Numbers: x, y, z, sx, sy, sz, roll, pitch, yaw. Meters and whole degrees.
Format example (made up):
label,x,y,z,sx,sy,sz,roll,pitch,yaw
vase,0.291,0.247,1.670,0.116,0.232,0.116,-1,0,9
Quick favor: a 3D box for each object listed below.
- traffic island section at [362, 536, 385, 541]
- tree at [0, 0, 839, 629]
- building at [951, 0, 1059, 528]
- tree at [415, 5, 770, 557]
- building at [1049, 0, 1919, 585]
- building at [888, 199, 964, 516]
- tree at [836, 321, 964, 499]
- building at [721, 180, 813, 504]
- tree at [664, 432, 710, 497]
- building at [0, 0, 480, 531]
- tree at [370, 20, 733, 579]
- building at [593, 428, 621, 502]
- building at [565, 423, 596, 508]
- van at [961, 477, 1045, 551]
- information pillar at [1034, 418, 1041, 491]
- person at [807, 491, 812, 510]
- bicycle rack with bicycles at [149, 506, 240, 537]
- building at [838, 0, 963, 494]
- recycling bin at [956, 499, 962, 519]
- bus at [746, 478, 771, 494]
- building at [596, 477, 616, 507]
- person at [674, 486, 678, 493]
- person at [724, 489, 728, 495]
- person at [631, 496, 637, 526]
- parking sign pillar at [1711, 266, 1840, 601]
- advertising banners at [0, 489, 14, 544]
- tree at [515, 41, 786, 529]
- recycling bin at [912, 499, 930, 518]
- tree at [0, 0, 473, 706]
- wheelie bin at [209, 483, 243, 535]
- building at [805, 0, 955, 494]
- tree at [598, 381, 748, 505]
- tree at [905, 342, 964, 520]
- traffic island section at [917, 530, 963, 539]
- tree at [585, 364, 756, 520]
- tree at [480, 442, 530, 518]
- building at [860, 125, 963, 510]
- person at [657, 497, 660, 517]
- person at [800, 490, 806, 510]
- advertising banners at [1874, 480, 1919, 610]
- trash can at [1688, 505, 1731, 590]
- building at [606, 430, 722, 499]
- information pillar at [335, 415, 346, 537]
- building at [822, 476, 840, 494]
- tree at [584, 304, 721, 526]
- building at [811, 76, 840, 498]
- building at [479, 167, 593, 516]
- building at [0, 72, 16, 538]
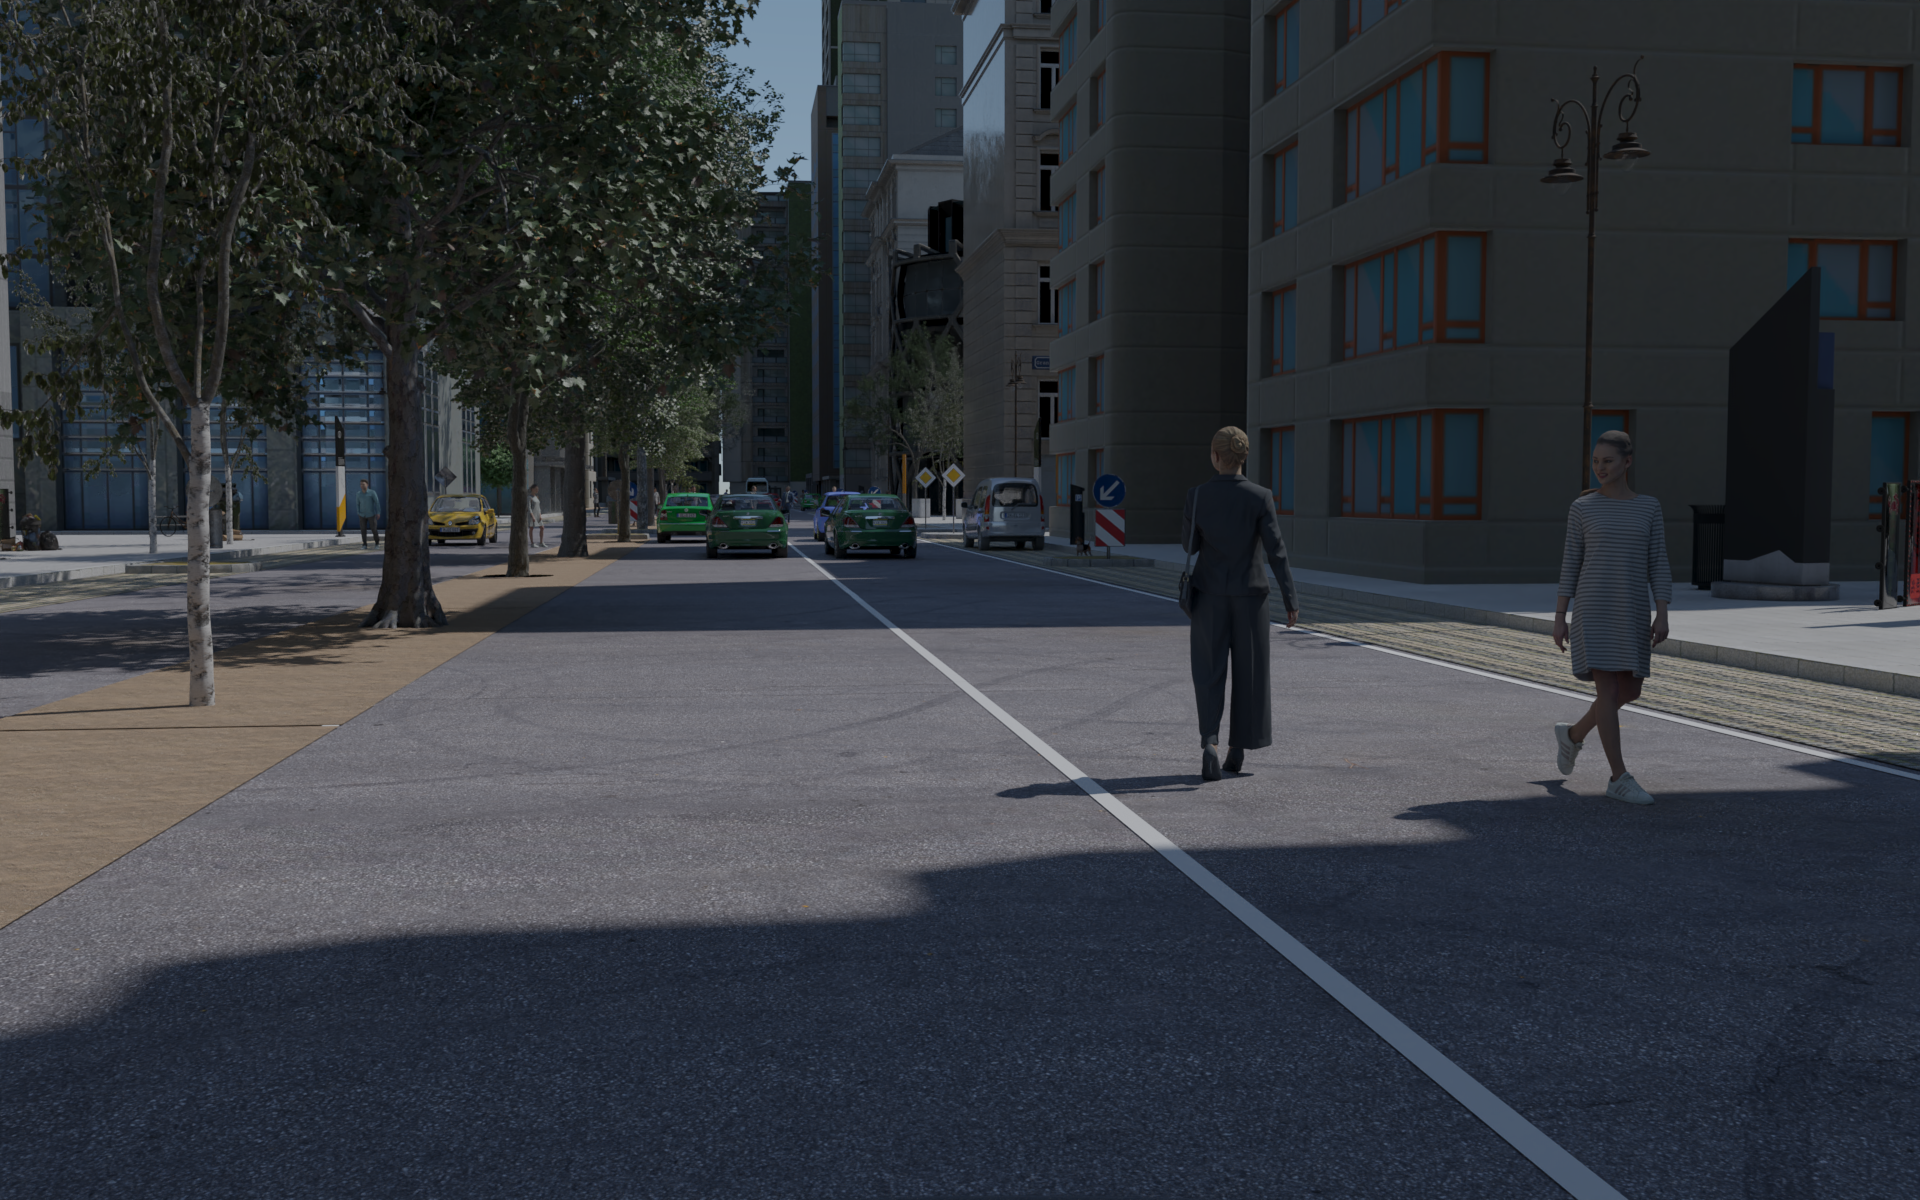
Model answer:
label,x,y,z,sx,sy,sz,roll,pitch,yaw
traffic island section,-17.328,-1.941,54.021,2.009,0.180,2.903,0,4,-8
tree,-6.015,-6.060,18.551,9.611,12.733,9.660,0,3,0
building,12.868,-16.788,71.750,25.104,27.353,12.463,0,4,-8
tree,-8.830,-7.952,39.123,9.857,13.997,8.962,0,3,0
building,18.361,-11.926,40.027,27.650,21.520,28.899,0,4,-8
building,3.882,-14.685,107.554,16.820,18.784,16.811,0,4,-8
tree,-2.500,-9.769,94.134,8.767,10.594,7.601,-1,4,-9
building,-24.398,-33.276,227.663,14.086,41.232,14.154,0,4,-8
tree,-18.453,-9.841,113.712,4.737,8.622,4.395,0,3,0
building,-32.443,-46.486,72.713,22.319,86.520,31.000,0,4,-8
tree,-7.467,-6.184,29.314,9.928,11.665,9.643,0,3,0
building,-53.705,-33.268,198.551,28.867,44.769,22.147,0,4,-8
building,-46.625,-18.601,149.165,27.650,21.520,28.899,0,4,-8
van,1.102,-2.325,45.030,2.013,2.044,4.112,0,4,-8
information pillar,2.393,-3.793,53.373,0.183,3.616,0.504,-1,4,-15
person,-13.847,-9.088,158.026,0.436,1.711,0.756,-3,4,-38
bicycle rack with bicycles,-22.873,-2.379,52.279,2.852,0.926,2.925,1,4,15
building,-3.478,-28.435,148.505,14.154,41.232,14.086,0,4,-8
recycling bin,0.187,-4.689,89.215,0.722,1.027,0.722,0,4,8
bus,-23.951,-12.866,205.223,2.948,3.499,13.247,0,4,-6
building,-51.677,-29.524,174.599,32.217,40.220,23.993,0,4,-8
person,-10.778,-3.392,64.638,0.598,1.740,0.731,1,4,22
person,-19.321,-8.296,144.013,0.599,1.838,0.709,1,4,23
person,-14.606,-4.251,78.102,0.616,1.811,0.778,-2,4,-32
parking sign pillar,10.062,-2.007,21.279,1.447,3.967,1.447,-1,4,-18
advertising banners,-23.434,-2.751,41.163,2.074,3.025,0.090,1,4,13
tree,-13.590,-12.762,67.005,12.611,20.169,13.585,0,3,0
recycling bin,-2.096,-4.926,93.100,0.722,1.027,0.722,-3,5,-41
tree,-5.159,-3.598,11.654,4.360,8.622,3.978,0,3,0
wheelie bin,-20.825,-2.525,49.194,0.693,1.594,0.980,3,5,42
building,-7.645,-46.847,204.195,20.563,71.187,20.611,0,4,-8
tree,-14.606,-9.066,85.104,8.767,10.594,7.601,0,4,-8
tree,-0.784,-8.220,84.754,4.360,8.622,3.978,0,3,0
traffic island section,-0.189,-2.081,56.311,2.009,0.180,2.903,0,4,-8
tree,-16.280,-11.128,94.766,12.009,13.543,11.850,0,3,0
tree,-25.061,-6.733,93.799,4.285,4.588,4.351,0,3,0
building,0.425,-20.840,128.129,14.401,28.519,23.554,0,4,-8
person,-18.840,-5.829,108.476,0.373,1.253,0.362,0,4,-5
person,-14.173,-9.068,156.758,0.705,1.824,1.348,2,4,23
advertising banners,10.883,-1.440,19.725,2.074,3.025,0.090,-3,5,-43
trash can,10.144,-0.707,23.206,0.748,1.137,0.748,0,3,0
building,-42.633,-37.031,229.163,21.600,48.544,21.300,0,4,-8
information pillar,-18.561,-3.701,51.862,0.183,3.616,0.504,0,4,3
building,2.904,-29.195,169.224,32.217,40.220,23.993,0,4,-8
tree,-13.986,-9.593,77.429,7.486,12.596,7.792,0,3,0
building,-8.769,-32.856,187.306,14.600,45.320,14.200,0,4,-8
building,-36.806,-30.133,112.275,23.786,49.044,30.456,0,4,-8
building,-38.818,-30.384,38.781,28.212,58.520,21.231,0,4,-8
